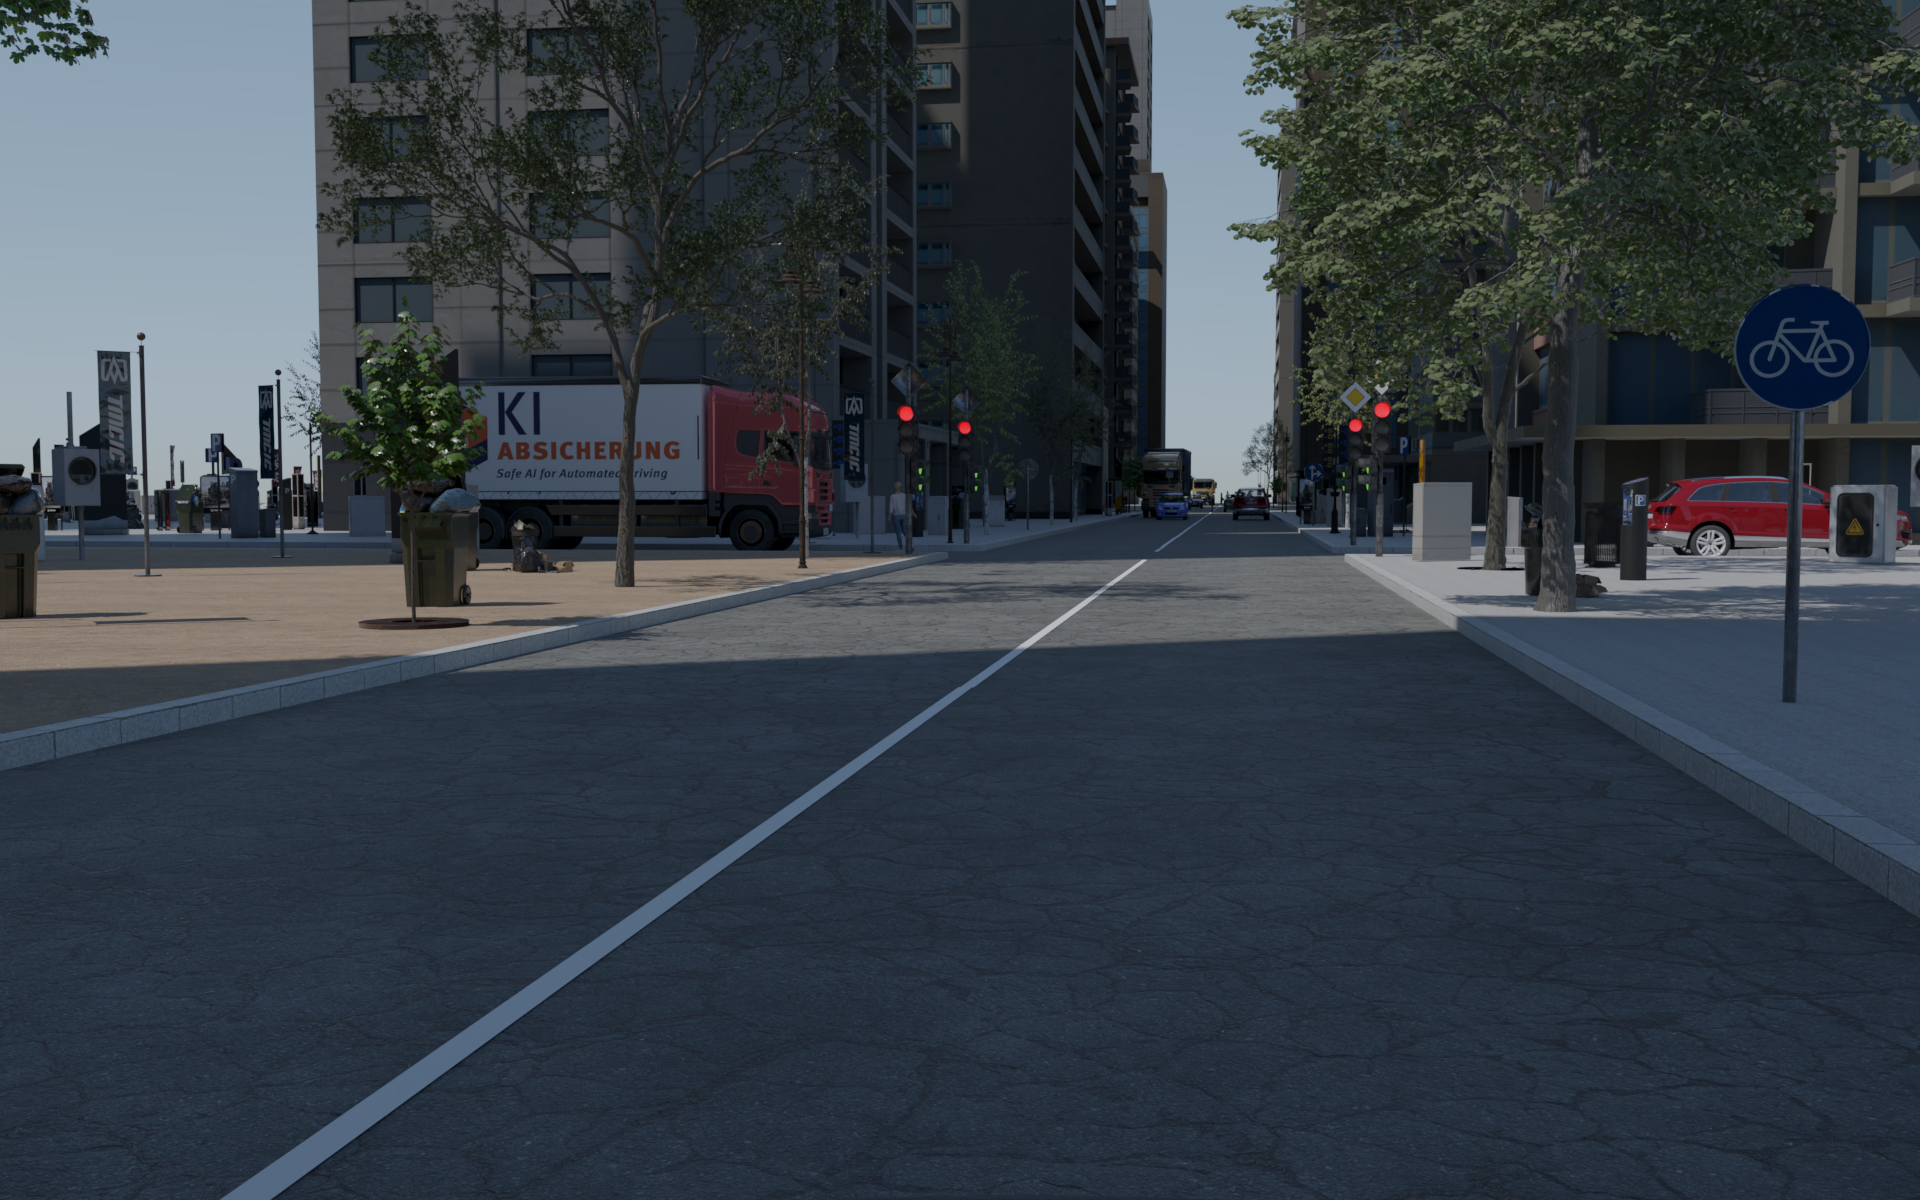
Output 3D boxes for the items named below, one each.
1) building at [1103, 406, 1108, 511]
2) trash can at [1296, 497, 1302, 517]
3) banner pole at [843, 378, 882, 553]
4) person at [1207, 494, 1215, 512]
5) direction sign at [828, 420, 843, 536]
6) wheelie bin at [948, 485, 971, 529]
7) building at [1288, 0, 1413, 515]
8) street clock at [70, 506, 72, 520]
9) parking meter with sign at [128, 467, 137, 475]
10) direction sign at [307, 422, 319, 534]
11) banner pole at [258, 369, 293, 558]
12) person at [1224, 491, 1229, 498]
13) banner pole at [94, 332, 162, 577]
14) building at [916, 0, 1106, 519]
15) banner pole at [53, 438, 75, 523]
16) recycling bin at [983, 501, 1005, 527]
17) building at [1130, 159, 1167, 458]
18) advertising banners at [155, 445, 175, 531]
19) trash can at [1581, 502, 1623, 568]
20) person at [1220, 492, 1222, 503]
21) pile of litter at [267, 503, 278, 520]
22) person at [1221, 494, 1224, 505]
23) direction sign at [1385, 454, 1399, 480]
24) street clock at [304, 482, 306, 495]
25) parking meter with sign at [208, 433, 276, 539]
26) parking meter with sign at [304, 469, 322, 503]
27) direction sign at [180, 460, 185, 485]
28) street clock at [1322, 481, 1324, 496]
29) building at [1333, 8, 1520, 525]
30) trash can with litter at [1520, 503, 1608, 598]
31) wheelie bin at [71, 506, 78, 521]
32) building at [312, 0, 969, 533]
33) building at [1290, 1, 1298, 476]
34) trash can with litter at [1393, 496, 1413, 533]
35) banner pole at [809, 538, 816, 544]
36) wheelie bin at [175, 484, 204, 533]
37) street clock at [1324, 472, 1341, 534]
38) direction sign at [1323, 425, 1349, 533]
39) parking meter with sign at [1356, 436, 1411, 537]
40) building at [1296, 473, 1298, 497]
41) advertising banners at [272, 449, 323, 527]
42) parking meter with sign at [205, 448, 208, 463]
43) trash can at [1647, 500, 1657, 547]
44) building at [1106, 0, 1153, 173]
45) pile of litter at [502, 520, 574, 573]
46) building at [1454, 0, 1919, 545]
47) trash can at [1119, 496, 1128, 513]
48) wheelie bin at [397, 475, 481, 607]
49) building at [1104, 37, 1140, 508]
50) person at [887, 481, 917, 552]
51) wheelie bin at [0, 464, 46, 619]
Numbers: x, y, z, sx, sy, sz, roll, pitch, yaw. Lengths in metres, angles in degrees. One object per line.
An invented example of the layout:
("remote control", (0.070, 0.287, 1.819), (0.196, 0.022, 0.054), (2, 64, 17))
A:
("building", (0.969, -50.309, 135.225), (22.319, 86.520, 31.000), (1, 4, 9))
("trash can", (19.275, -5.269, 97.803), (0.748, 1.137, 0.748), (0, 3, 0))
("banner pole", (-2.130, -2.905, 37.511), (0.863, 3.779, 0.401), (1, 4, 8))
("person", (20.182, -7.808, 139.401), (0.697, 1.427, 0.421), (-1, 4, -16))
("direction sign", (-4.012, -3.737, 53.098), (0.876, 3.537, 0.379), (0, 4, -4))
("wheelie bin", (-0.032, -3.400, 63.494), (0.980, 1.594, 0.693), (2, 4, 35))
("building", (27.813, -27.884, 106.019), (14.600, 45.320, 14.200), (1, 4, 9))
("street clock", (-44.753, -5.056, 87.238), (0.471, 2.002, 0.358), (-2, 4, -35))
("parking meter with sign", (-52.688, -6.968, 110.192), (0.543, 3.016, 1.738), (-2, 4, -29))
("direction sign", (-20.607, -3.855, 55.023), (0.379, 3.537, 0.876), (-1, 4, -18))
("banner pole", (-13.867, -2.748, 34.950), (0.863, 3.779, 0.401), (2, 4, 31))
("person", (31.350, -11.913, 203.282), (0.705, 1.822, 1.348), (-1, 4, -18))
("banner pole", (-12.859, -2.248, 26.775), (0.863, 3.779, 0.401), (-2, 4, -35))
("building", (-3.162, -29.062, 98.864), (21.300, 48.544, 21.600), (1, 4, 9))
("banner pole", (-39.854, -5.320, 76.991), (0.401, 3.779, 0.863), (2, 4, 30))
("recycling bin", (1.323, -3.383, 67.860), (0.722, 1.027, 0.722), (-1, 4, -13))
("building", (20.871, -35.826, 235.862), (14.600, 45.320, 14.200), (1, 4, 9))
("advertising banners", (-28.045, -3.976, 61.198), (0.090, 3.025, 2.074), (0, 4, -6))
("trash can", (11.262, -1.144, 30.354), (0.748, 1.137, 0.748), (0, 3, 0))
("person", (39.970, -15.618, 264.654), (0.445, 1.727, 0.742), (0, 4, 8))
("pile of litter", (-33.863, -4.318, 84.572), (1.176, 0.858, 1.719), (0, 4, -5))
("person", (35.451, -13.592, 233.958), (0.599, 1.433, 0.991), (0, 4, -5))
("direction sign", (24.274, -6.433, 97.169), (0.876, 3.537, 0.379), (2, 4, 34))
("street clock", (-39.522, -6.084, 104.050), (0.358, 2.002, 0.471), (1, 4, 18))
("parking meter with sign", (-20.789, -3.307, 50.335), (0.543, 3.016, 1.738), (2, 4, 34))
("parking meter with sign", (-46.003, -7.713, 122.363), (1.738, 3.016, 0.543), (-1, 4, -23))
("direction sign", (-52.344, -7.623, 116.633), (0.379, 3.537, 0.876), (-1, 4, -9))
("street clock", (16.870, -4.601, 79.801), (0.358, 2.002, 0.471), (0, 4, 7))
("building", (33.603, -23.608, 77.865), (32.217, 40.220, 23.993), (1, 4, 9))
("trash can with litter", (7.603, -0.635, 21.776), (1.055, 1.170, 0.624), (3, 5, 39))
("wheelie bin", (-42.621, -4.640, 83.772), (0.693, 1.594, 0.980), (-3, 5, -43))
("building", (-10.405, -38.416, 66.360), (20.563, 71.187, 20.611), (1, 4, 9))
("building", (47.816, -35.749, 173.727), (28.713, 52.752, 27.495), (1, 4, 9))
("trash can with litter", (14.868, -2.816, 57.094), (2.233, 1.210, 1.678), (1, 4, 10))
("banner pole", (-4.012, -3.376, 45.220), (0.401, 3.779, 0.863), (-1, 4, -15))
("wheelie bin", (-25.151, -2.975, 56.547), (0.980, 1.594, 0.693), (1, 4, 18))
("street clock", (12.153, -3.154, 56.144), (0.358, 2.002, 0.471), (2, 4, 31))
("direction sign", (12.328, -3.965, 56.821), (0.876, 3.537, 0.379), (0, 4, -5))
("parking meter with sign", (12.623, -3.412, 52.043), (1.738, 3.016, 0.543), (-1, 4, -17))
("building", (37.225, -28.783, 154.193), (14.154, 41.232, 14.086), (1, 4, 9))
("advertising banners", (-25.880, -4.353, 67.359), (0.090, 3.025, 2.074), (3, 5, 41))
("parking meter with sign", (-27.682, -4.228, 65.391), (1.738, 3.016, 0.543), (2, 4, 31))
("trash can", (16.596, -1.856, 41.997), (0.748, 1.137, 0.748), (0, 3, 0))
("building", (19.796, -49.902, 254.145), (20.563, 71.187, 20.611), (1, 4, 9))
("pile of litter", (-7.007, -0.907, 28.797), (1.176, 0.858, 1.719), (-1, 4, -16))
("building", (30.135, -24.224, 50.689), (28.867, 44.769, 22.147), (1, 4, 9))
("trash can", (10.993, -6.439, 116.930), (0.748, 1.137, 0.748), (0, 3, 0))
("wheelie bin", (-5.982, -0.728, 19.817), (0.980, 1.594, 0.693), (0, 4, 4))
("building", (5.620, -31.278, 166.015), (22.147, 44.769, 28.867), (1, 4, 9))
("person", (-1.335, -2.021, 42.208), (0.731, 1.740, 0.598), (-3, 5, -44))
("wheelie bin", (-9.939, -0.613, 17.933), (0.693, 1.594, 0.980), (2, 4, 27))
